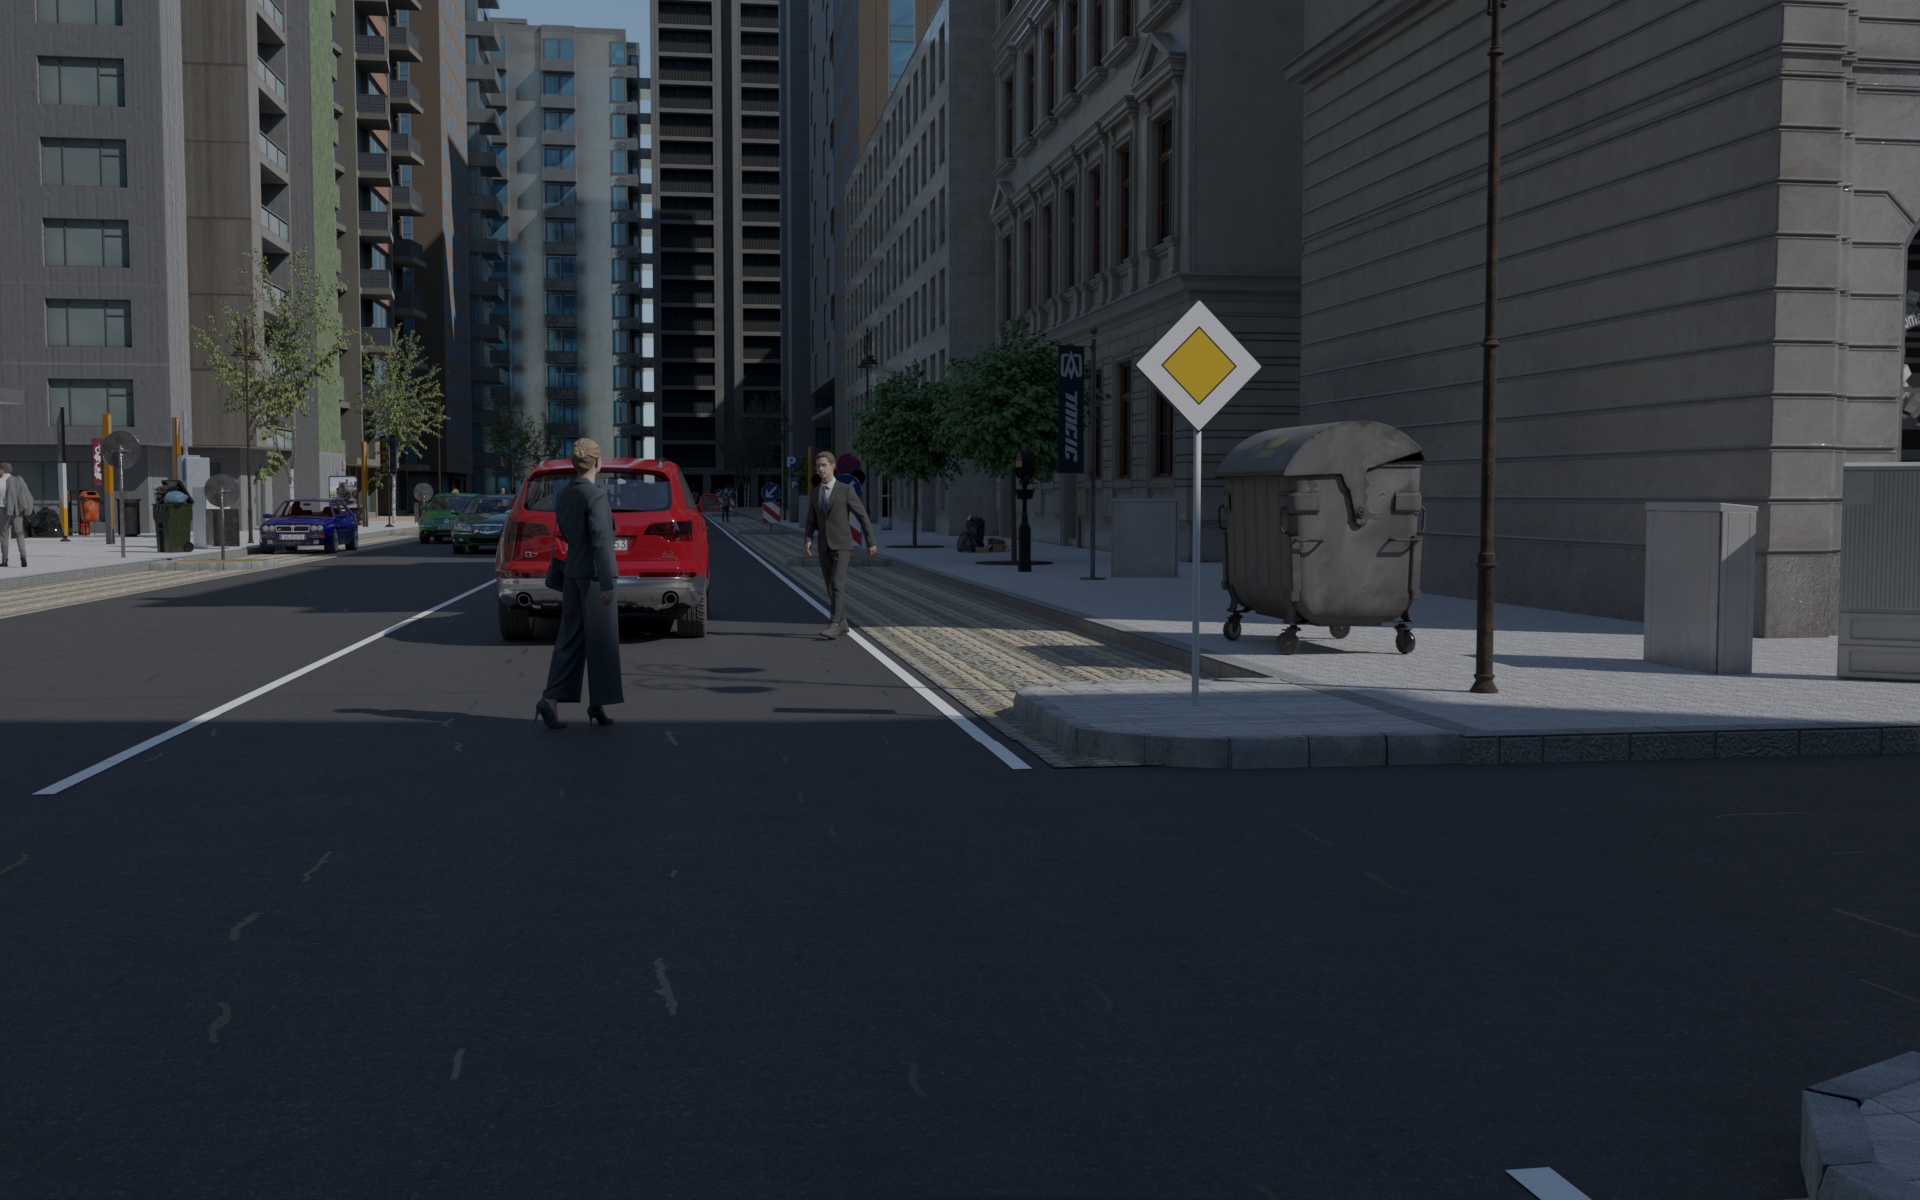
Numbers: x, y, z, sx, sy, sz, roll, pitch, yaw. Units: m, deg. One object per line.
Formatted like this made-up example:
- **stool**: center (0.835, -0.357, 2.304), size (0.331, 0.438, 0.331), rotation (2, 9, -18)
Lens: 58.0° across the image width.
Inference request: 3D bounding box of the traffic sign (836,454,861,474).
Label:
- **traffic sign**: center (-3.509, -3.334, 54.609), size (0.768, 2.556, 0.104), rotation (0, 4, -3)

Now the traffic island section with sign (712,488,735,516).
- **traffic island section with sign**: center (-14.903, -6.259, 110.960), size (1.989, 1.847, 2.006), rotation (-1, 4, -9)

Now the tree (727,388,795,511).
- **tree**: center (-13.364, -10.324, 119.167), size (4.360, 8.622, 3.978), rotation (0, 3, 0)

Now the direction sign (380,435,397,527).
- **direction sign**: center (-22.107, -4.588, 67.005), size (0.876, 3.537, 0.379), rotation (2, 4, 30)

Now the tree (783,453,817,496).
- **tree**: center (-7.523, -5.273, 80.807), size (1.663, 3.219, 1.824), rotation (0, 3, 0)

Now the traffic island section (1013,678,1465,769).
- **traffic island section**: center (1.469, 0.721, 10.488), size (2.009, 0.180, 2.903), rotation (-1, 4, -9)

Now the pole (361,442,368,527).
- **pole**: center (-23.198, -4.504, 67.482), size (0.158, 3.312, 0.155), rotation (0, 3, 0)

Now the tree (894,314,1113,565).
- **tree**: center (1.080, -2.938, 31.758), size (4.285, 4.588, 4.351), rotation (0, 3, 0)

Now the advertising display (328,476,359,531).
- **advertising display**: center (-21.590, -3.392, 60.681), size (0.974, 1.923, 0.123), rotation (-1, 4, -16)

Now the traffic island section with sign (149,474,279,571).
- **traffic island section with sign**: center (-14.194, -1.499, 33.137), size (1.989, 1.847, 2.006), rotation (-1, 4, -9)

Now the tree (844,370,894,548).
- **tree**: center (-1.052, -3.537, 41.550), size (4.285, 4.588, 4.351), rotation (0, 3, 0)

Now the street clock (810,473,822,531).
- **street clock**: center (-5.008, -3.446, 60.915), size (0.471, 2.002, 0.358), rotation (-2, 4, -24)

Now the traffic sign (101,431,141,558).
- **traffic sign**: center (-16.854, -2.123, 34.812), size (0.768, 2.556, 0.104), rotation (0, 4, -5)

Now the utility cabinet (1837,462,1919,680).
- **utility cabinet**: center (6.641, -0.189, 11.775), size (1.173, 1.500, 0.318), rotation (2, 4, 27)

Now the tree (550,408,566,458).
- **tree**: center (-35.541, -12.105, 148.277), size (4.737, 8.622, 4.395), rotation (0, 3, 0)

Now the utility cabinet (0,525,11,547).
- **utility cabinet**: center (-23.147, -1.995, 41.299), size (0.318, 1.500, 1.173), rotation (0, 4, 2)

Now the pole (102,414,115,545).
- **pole**: center (-21.639, -3.069, 44.025), size (0.158, 3.312, 0.155), rotation (0, 3, 0)

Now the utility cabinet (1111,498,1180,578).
- **utility cabinet**: center (2.870, -0.956, 26.796), size (1.020, 1.237, 0.306), rotation (1, 4, 15)

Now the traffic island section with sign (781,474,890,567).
- **traffic island section with sign**: center (-2.481, -1.599, 34.770), size (1.989, 1.847, 2.006), rotation (-1, 4, -9)

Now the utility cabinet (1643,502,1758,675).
- **utility cabinet**: center (5.455, -0.100, 12.794), size (0.306, 1.237, 1.020), rotation (0, 4, -8)

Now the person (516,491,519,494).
- **person**: center (-13.845, -2.833, 54.834), size (0.660, 1.820, 0.620), rotation (0, 4, -5)

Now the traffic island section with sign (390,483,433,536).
- **traffic island section with sign**: center (-18.578, -3.142, 60.003), size (1.989, 1.847, 2.006), rotation (-1, 4, -9)

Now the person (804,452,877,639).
- **person**: center (-1.276, -0.545, 17.186), size (0.659, 1.850, 0.755), rotation (2, 4, 27)

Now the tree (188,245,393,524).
- **tree**: center (-19.783, -6.119, 50.416), size (4.737, 8.622, 4.395), rotation (0, 3, 0)

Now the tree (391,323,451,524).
- **tree**: center (-24.601, -7.652, 75.469), size (4.737, 8.622, 4.395), rotation (0, 3, 0)

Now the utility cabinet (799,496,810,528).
- **utility cabinet**: center (-5.523, -3.296, 65.052), size (1.020, 1.237, 0.306), rotation (-1, 4, -13)

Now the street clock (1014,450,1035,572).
- **street clock**: center (1.067, -1.465, 28.528), size (0.358, 2.002, 0.471), rotation (-1, 4, -13)

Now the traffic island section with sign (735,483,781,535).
- **traffic island section with sign**: center (-6.882, -3.248, 61.731), size (1.989, 1.847, 2.006), rotation (-1, 4, -9)

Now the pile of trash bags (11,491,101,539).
- **pile of trash bags**: center (-27.049, -2.522, 50.992), size (1.912, 1.369, 3.447), rotation (3, 4, 37)

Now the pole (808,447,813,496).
- **pole**: center (-6.413, -4.926, 74.377), size (0.158, 3.312, 0.155), rotation (0, 3, 0)

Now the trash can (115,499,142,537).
- **trash can**: center (-24.881, -2.458, 51.843), size (0.748, 1.137, 0.748), rotation (0, 3, 0)

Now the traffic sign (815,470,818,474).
- **traffic sign**: center (-5.251, -4.073, 66.600), size (0.884, 2.594, 0.081), rotation (0, 4, -5)

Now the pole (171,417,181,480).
- **pole**: center (-20.849, -3.198, 46.131), size (0.158, 3.312, 0.155), rotation (0, 3, 0)

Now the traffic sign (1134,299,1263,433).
- **traffic sign**: center (1.447, -0.502, 10.402), size (0.795, 2.593, 0.064), rotation (-1, 4, -9)

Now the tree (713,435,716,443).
- **tree**: center (-17.865, -11.718, 141.945), size (4.360, 8.622, 3.978), rotation (0, 3, 0)

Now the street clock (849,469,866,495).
- **street clock**: center (-3.033, -2.835, 50.921), size (0.471, 2.002, 0.358), rotation (-1, 4, -21)

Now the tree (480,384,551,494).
- **tree**: center (-30.030, -10.102, 115.535), size (4.737, 8.622, 4.395), rotation (0, 3, 0)

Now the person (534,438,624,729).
- **person**: center (-2.304, -0.104, 10.616), size (0.576, 1.772, 0.534), rotation (1, 4, 21)

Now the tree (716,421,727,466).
- **tree**: center (-16.126, -11.099, 131.835), size (4.360, 8.622, 3.978), rotation (0, 3, 0)

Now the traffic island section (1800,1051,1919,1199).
- **traffic island section**: center (2.753, 1.203, 2.607), size (2.009, 0.180, 2.903), rotation (-1, 4, -9)
